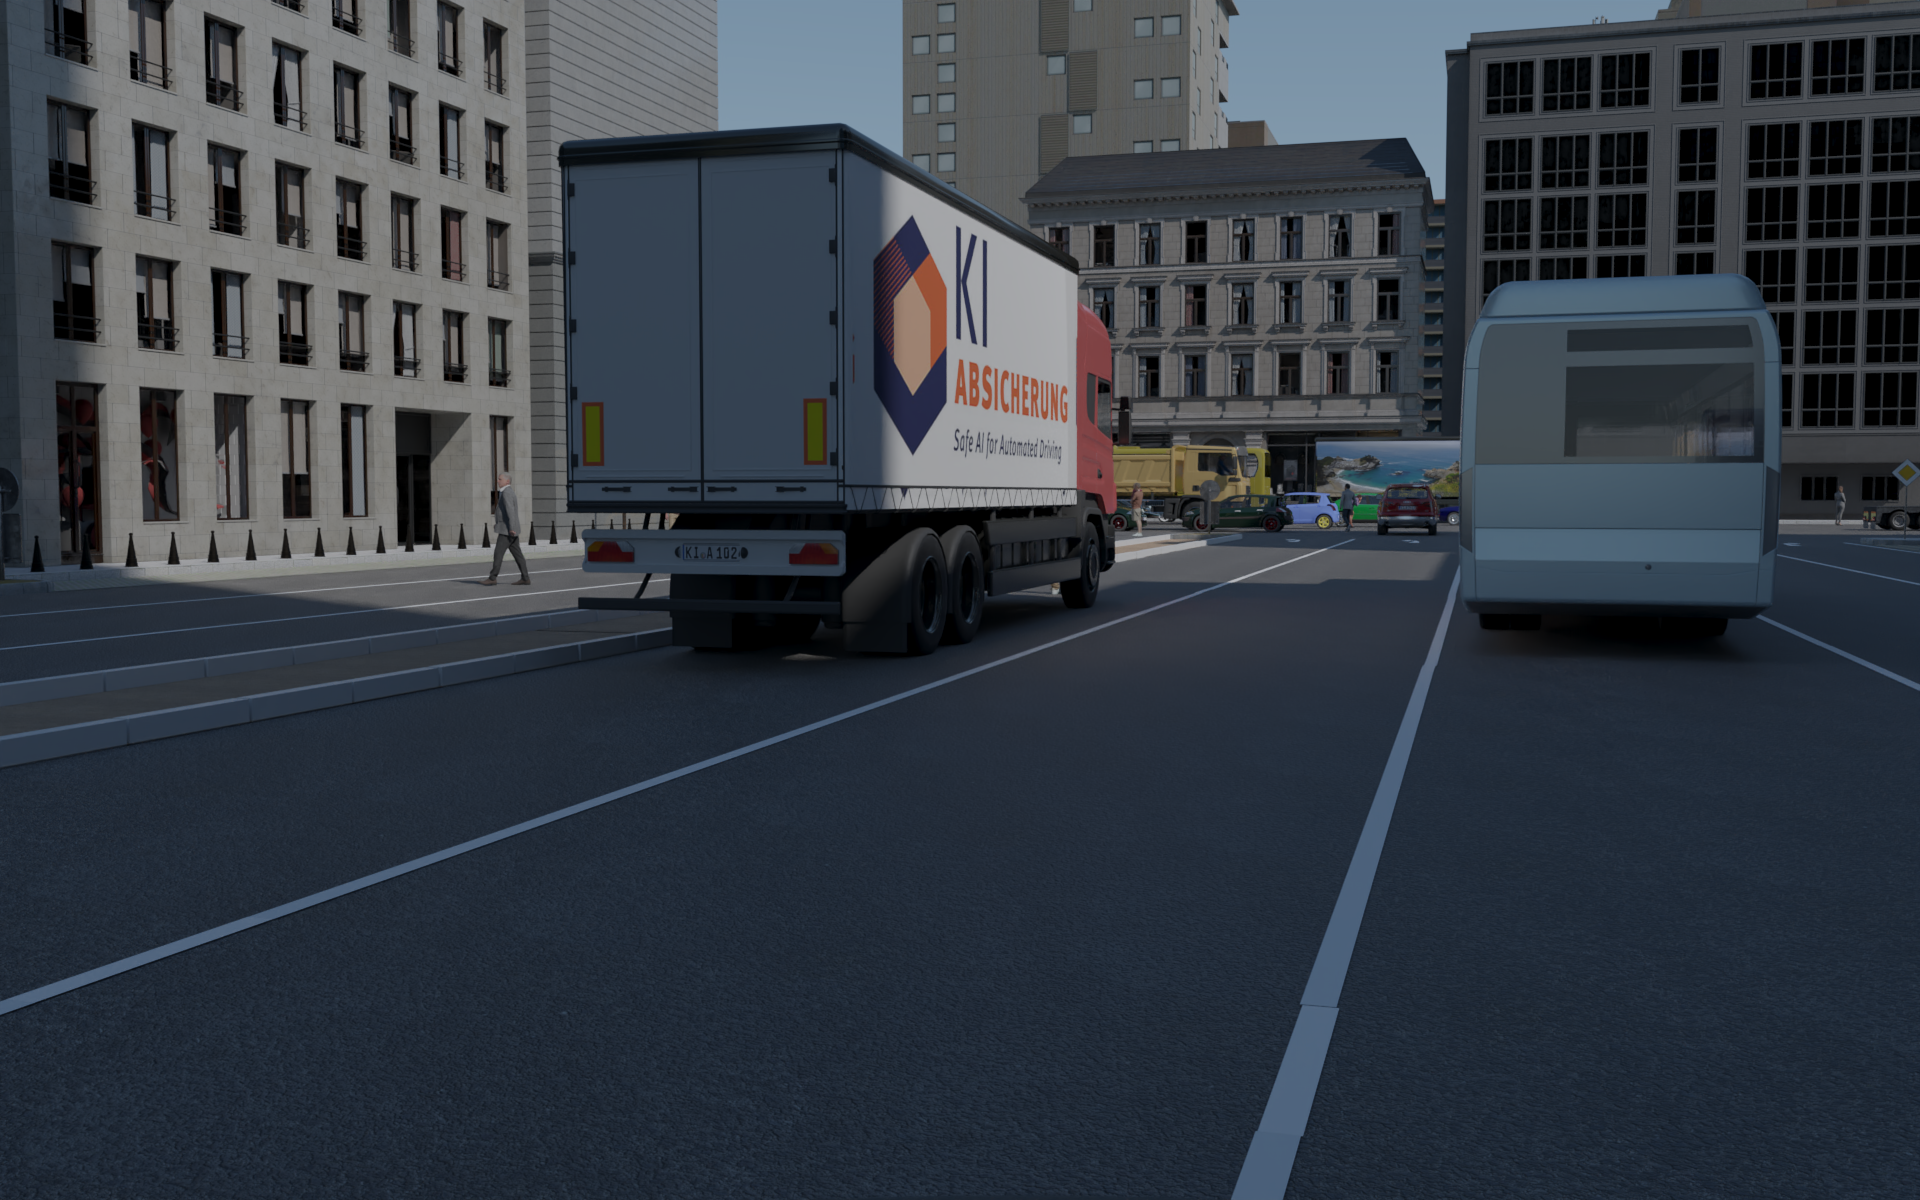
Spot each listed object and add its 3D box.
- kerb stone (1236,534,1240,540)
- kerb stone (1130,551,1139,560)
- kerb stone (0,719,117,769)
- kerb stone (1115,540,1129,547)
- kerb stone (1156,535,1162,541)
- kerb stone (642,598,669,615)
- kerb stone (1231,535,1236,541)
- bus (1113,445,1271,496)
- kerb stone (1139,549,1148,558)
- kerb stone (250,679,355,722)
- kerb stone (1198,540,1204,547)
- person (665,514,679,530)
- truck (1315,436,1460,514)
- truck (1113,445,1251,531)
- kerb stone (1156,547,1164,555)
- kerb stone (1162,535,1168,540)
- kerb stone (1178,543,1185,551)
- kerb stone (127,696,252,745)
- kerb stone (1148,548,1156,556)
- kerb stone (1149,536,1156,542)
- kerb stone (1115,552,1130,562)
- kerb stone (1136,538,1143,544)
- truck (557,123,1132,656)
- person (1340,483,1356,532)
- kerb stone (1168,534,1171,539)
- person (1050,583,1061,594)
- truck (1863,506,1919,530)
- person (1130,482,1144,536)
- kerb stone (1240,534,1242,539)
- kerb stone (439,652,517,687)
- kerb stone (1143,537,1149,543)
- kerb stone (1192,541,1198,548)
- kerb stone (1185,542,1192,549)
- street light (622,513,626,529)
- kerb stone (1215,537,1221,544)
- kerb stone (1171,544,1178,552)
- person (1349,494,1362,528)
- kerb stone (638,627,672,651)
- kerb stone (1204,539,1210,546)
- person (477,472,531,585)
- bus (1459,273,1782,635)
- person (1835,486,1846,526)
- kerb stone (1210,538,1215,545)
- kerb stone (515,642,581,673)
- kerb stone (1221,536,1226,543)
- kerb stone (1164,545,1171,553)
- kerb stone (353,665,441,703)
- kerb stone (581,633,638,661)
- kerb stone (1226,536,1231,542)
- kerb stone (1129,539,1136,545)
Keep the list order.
[{"bbox_3d":[8.496,-1.928,53.768,0.120,0.150,1.000,1,4,17],"label":"kerb stone"},{"bbox_3d":[3.708,-0.965,37.977,0.120,0.150,1.000,1,4,17],"label":"kerb stone"},{"bbox_3d":[-4.946,0.783,9.397,0.120,0.150,1.000,1,4,17],"label":"kerb stone"},{"bbox_3d":[4.403,-1.548,47.498,0.120,0.150,1.000,1,4,17],"label":"kerb stone"},{"bbox_3d":[5.891,-1.848,52.418,0.120,0.150,1.000,1,4,17],"label":"kerb stone"},{"bbox_3d":[-3.668,0.084,20.860,0.120,0.150,1.000,1,4,17],"label":"kerb stone"},{"bbox_3d":[8.199,-1.871,52.781,0.120,0.150,1.000,1,4,17],"label":"kerb stone"},{"bbox_3d":[8.482,-5.563,82.502,12.252,3.916,2.896,1,4,17],"label":"bus"},{"bbox_3d":[4.018,-1.021,38.965,0.120,0.150,1.000,1,4,17],"label":"kerb stone"},{"bbox_3d":[-4.354,0.662,11.367,0.120,0.150,1.000,1,4,17],"label":"kerb stone"},{"bbox_3d":[6.398,-1.506,46.858,0.120,0.150,1.000,1,4,17],"label":"kerb stone"},{"bbox_3d":[-7.566,-2.292,46.110,0.598,1.807,0.434,-1,4,-14],"label":"person"},{"bbox_3d":[23.249,-5.892,85.253,11.283,4.237,2.839,1,4,15],"label":"truck"},{"bbox_3d":[7.553,-4.502,69.532,9.791,3.379,3.469,1,4,16],"label":"truck"},{"bbox_3d":[4.606,-1.147,40.949,0.120,0.150,1.000,1,4,17],"label":"kerb stone"},{"bbox_3d":[6.188,-1.909,53.402,0.120,0.150,1.000,1,4,17],"label":"kerb stone"},{"bbox_3d":[5.504,-1.321,43.906,0.120,0.150,1.000,1,4,17],"label":"kerb stone"},{"bbox_3d":[-4.651,0.723,10.382,0.120,0.150,1.000,1,4,17],"label":"kerb stone"},{"bbox_3d":[4.305,-1.086,39.960,0.120,0.150,1.000,1,4,17],"label":"kerb stone"},{"bbox_3d":[5.595,-1.788,51.434,0.120,0.150,1.000,1,4,17],"label":"kerb stone"},{"bbox_3d":[3.414,-0.905,36.990,0.120,0.150,1.000,1,4,17],"label":"kerb stone"},{"bbox_3d":[4.996,-1.668,49.467,0.120,0.150,1.000,1,4,17],"label":"kerb stone"},{"bbox_3d":[-0.411,-1.828,18.809,2.839,4.237,11.283,1,4,17],"label":"truck"},{"bbox_3d":[14.832,-3.533,66.113,0.661,1.843,0.795,-1,4,-16],"label":"person"},{"bbox_3d":[6.491,-1.969,54.385,0.120,0.150,1.000,1,4,17],"label":"kerb stone"},{"bbox_3d":[1.483,-0.989,24.790,0.434,1.807,0.598,-3,5,-41],"label":"person"},{"bbox_3d":[45.101,-4.665,66.025,18.799,4.110,2.967,1,4,17],"label":"truck"},{"bbox_3d":[6.048,-3.100,59.167,0.573,1.828,0.580,-1,4,-21],"label":"person"},{"bbox_3d":[8.793,-1.990,54.752,0.120,0.150,1.000,1,4,17],"label":"kerb stone"},{"bbox_3d":[-3.753,0.542,13.337,0.120,0.150,1.000,1,4,17],"label":"kerb stone"},{"bbox_3d":[5.292,-1.722,50.452,0.120,0.150,1.000,1,4,17],"label":"kerb stone"},{"bbox_3d":[6.095,-1.448,45.876,0.120,0.150,1.000,1,4,17],"label":"kerb stone"},{"bbox_3d":[5.802,-1.387,44.890,0.120,0.150,1.000,1,4,17],"label":"kerb stone"},{"bbox_3d":[-9.503,-4.654,48.875,0.468,5.910,1.993,1,4,17],"label":"street light"},{"bbox_3d":[7.301,-1.690,49.820,0.120,0.150,1.000,1,4,17],"label":"kerb stone"},{"bbox_3d":[5.202,-1.268,42.923,0.120,0.150,1.000,1,4,17],"label":"kerb stone"},{"bbox_3d":[16.704,-3.777,73.483,0.697,1.427,0.421,-1,4,-8],"label":"person"},{"bbox_3d":[-2.859,0.363,16.291,0.120,0.150,1.000,1,4,17],"label":"kerb stone"},{"bbox_3d":[6.703,-1.557,47.846,0.120,0.150,1.000,1,4,17],"label":"kerb stone"},{"bbox_3d":[-7.160,-1.114,27.117,0.834,1.777,0.661,-1,4,-19],"label":"person"},{"bbox_3d":[7.707,-1.599,21.006,2.948,3.499,13.247,1,4,19],"label":"bus"},{"bbox_3d":[39.869,-4.257,78.380,0.573,1.790,0.520,-3,4,-38],"label":"person"},{"bbox_3d":[6.996,-1.629,48.838,0.120,0.150,1.000,1,4,17],"label":"kerb stone"},{"bbox_3d":[-3.461,0.481,14.323,0.120,0.150,1.000,1,4,17],"label":"kerb stone"},{"bbox_3d":[7.601,-1.749,50.803,0.120,0.150,1.000,1,4,17],"label":"kerb stone"},{"bbox_3d":[4.911,-1.207,41.937,0.120,0.150,1.000,1,4,17],"label":"kerb stone"},{"bbox_3d":[-4.059,0.604,12.353,0.120,0.150,1.000,1,4,17],"label":"kerb stone"},{"bbox_3d":[-3.157,0.421,15.305,0.120,0.150,1.000,1,4,17],"label":"kerb stone"},{"bbox_3d":[7.892,-1.809,51.796,0.120,0.150,1.000,1,4,17],"label":"kerb stone"},{"bbox_3d":[4.700,-1.602,48.483,0.120,0.150,1.000,1,4,17],"label":"kerb stone"}]
